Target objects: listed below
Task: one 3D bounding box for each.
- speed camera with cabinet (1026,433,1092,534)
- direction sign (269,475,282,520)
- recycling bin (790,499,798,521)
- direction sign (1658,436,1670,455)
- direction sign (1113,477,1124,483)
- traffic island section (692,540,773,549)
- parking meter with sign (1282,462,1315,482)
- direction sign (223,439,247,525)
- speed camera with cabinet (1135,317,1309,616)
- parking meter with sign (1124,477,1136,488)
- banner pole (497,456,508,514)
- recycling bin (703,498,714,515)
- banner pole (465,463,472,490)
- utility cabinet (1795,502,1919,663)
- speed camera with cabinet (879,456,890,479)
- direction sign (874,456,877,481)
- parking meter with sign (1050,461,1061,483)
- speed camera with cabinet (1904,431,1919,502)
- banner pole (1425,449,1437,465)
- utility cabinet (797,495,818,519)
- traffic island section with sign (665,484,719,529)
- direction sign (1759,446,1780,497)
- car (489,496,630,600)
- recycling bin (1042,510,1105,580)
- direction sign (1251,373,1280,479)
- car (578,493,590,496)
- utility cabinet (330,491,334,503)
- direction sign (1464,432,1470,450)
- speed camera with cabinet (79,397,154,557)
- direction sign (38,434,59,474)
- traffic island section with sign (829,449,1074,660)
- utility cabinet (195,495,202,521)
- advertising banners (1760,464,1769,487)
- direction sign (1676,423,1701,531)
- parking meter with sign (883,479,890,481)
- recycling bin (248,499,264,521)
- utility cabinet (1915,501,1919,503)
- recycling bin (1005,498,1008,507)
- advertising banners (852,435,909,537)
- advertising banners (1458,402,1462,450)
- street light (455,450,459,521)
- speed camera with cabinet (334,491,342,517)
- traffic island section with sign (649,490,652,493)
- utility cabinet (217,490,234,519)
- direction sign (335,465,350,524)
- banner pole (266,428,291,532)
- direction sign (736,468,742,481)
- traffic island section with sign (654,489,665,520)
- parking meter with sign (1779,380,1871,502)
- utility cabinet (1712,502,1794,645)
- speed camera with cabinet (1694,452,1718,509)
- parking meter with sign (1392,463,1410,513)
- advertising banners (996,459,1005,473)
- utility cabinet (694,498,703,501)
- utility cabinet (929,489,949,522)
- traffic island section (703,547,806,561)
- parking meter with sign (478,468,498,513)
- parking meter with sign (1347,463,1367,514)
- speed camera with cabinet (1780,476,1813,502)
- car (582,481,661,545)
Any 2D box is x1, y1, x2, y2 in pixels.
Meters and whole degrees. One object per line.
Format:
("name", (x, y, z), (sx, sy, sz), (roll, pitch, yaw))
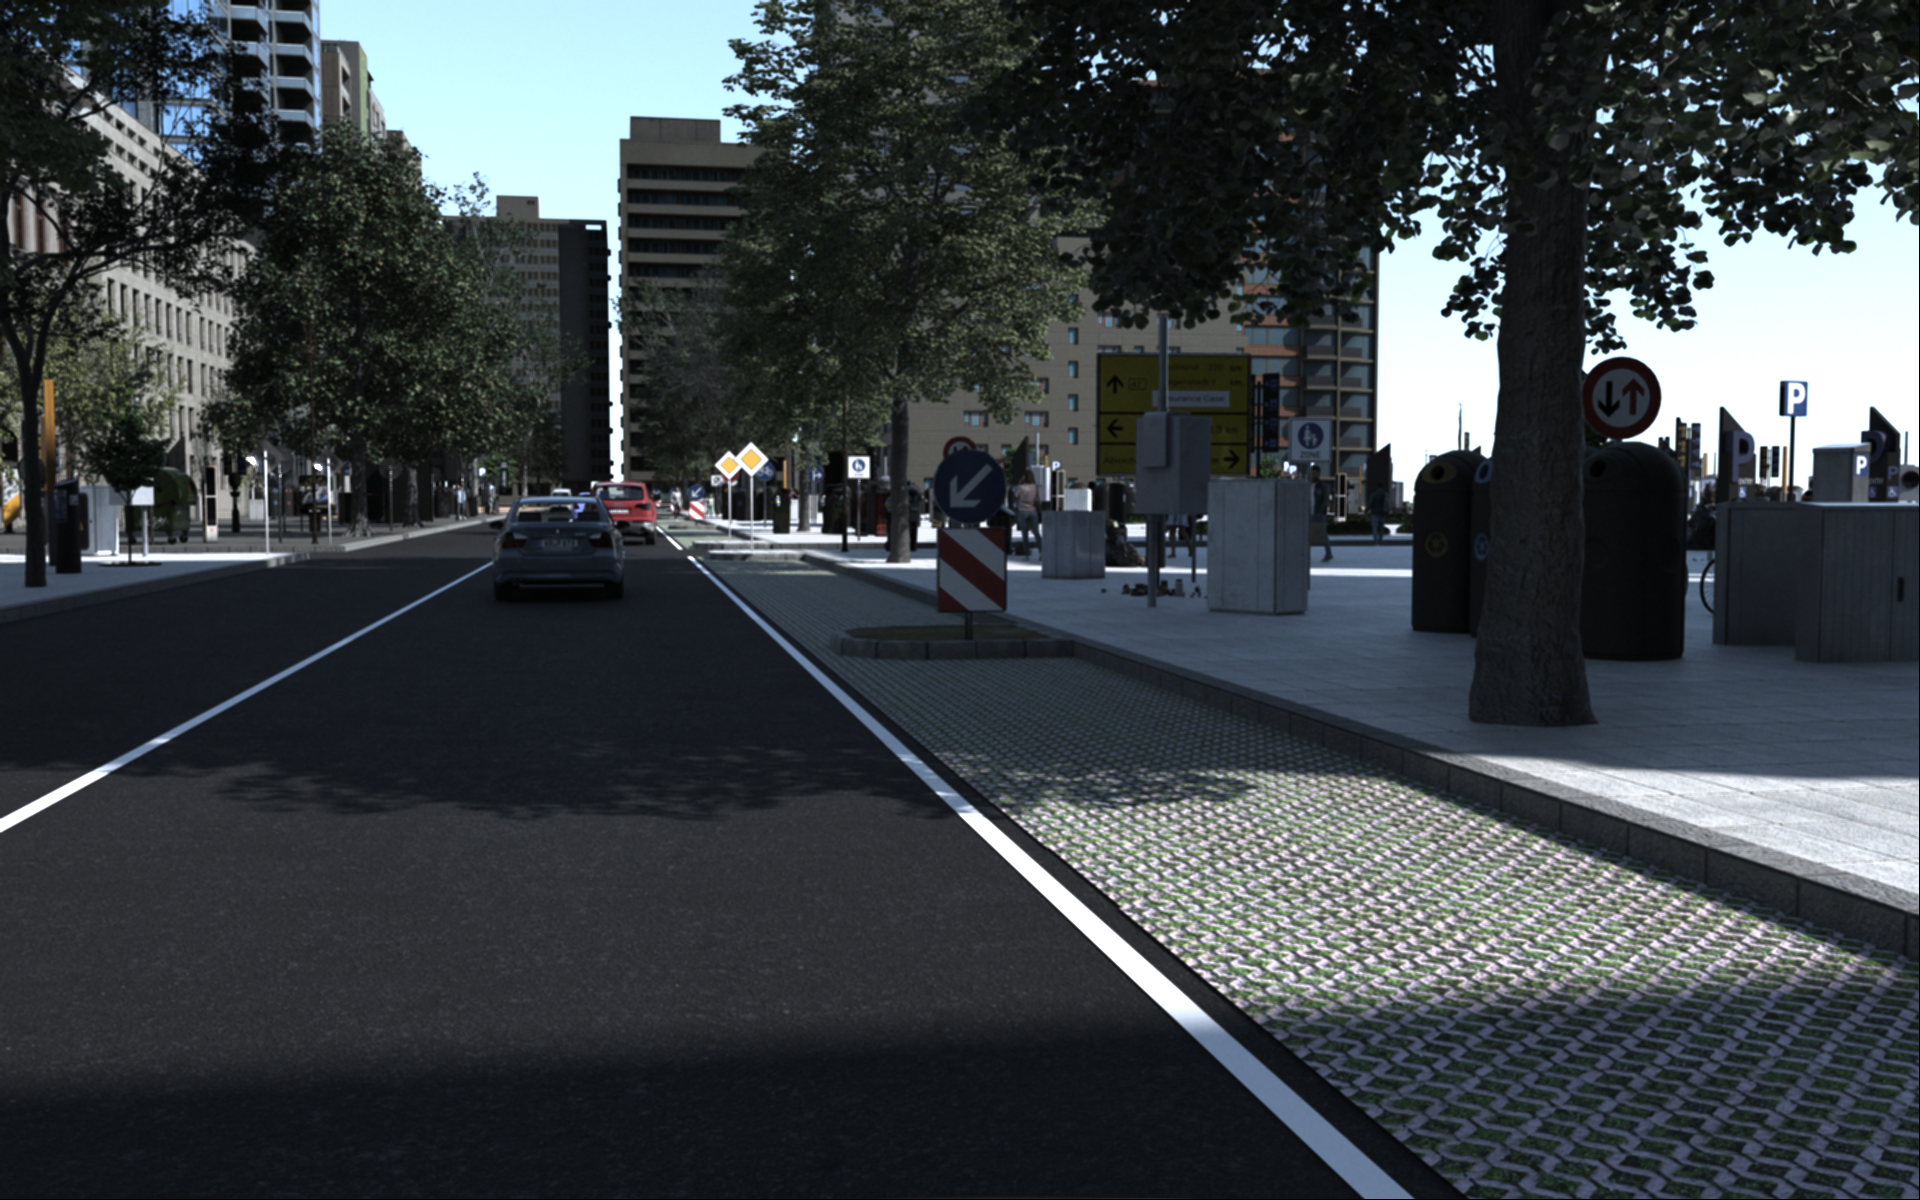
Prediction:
("speed camera with cabinet", (3.194, -3.761, 55.836), (2.038, 3.252, 0.660), (1, 4, 16))
("direction sign", (-34.379, -5.788, 86.631), (0.876, 3.537, 0.379), (-3, 4, -38))
("recycling bin", (-8.236, -4.341, 83.530), (0.722, 1.027, 0.722), (-1, 4, -18))
("direction sign", (27.762, -4.672, 68.389), (0.379, 3.537, 0.876), (0, 4, -5))
("direction sign", (9.062, -6.545, 99.013), (0.876, 3.537, 0.379), (-3, 5, -40))
("traffic island section", (-6.109, -1.468, 46.284), (2.009, 0.180, 2.903), (-1, 4, -11))
("parking meter with sign", (18.145, -5.898, 92.693), (1.738, 3.016, 0.543), (3, 5, 40))
("direction sign", (-29.890, -4.858, 71.422), (0.876, 3.537, 0.379), (-1, 4, -18))
("speed camera with cabinet", (2.870, -1.512, 19.065), (0.660, 3.252, 2.038), (-3, 5, -42))
("parking meter with sign", (10.742, -6.935, 109.649), (0.543, 3.016, 1.738), (-1, 4, -20))
("banner pole", (-29.910, -7.526, 113.069), (0.863, 3.779, 0.401), (-1, 4, -11))
("recycling bin", (-15.885, -5.901, 109.033), (0.722, 1.027, 0.722), (-1, 4, -12))
("banner pole", (-33.253, -7.789, 117.370), (0.863, 3.779, 0.401), (0, 4, 8))
("utility cabinet", (6.973, -0.132, 13.323), (1.020, 1.237, 0.306), (-1, 4, -13))
("speed camera with cabinet", (-3.211, -5.922, 91.155), (2.038, 3.252, 0.660), (1, 4, 13))
("direction sign", (-5.194, -6.834, 103.736), (0.379, 3.537, 0.876), (-2, 4, -31))
("parking meter with sign", (5.040, -5.865, 92.150), (0.543, 3.016, 1.738), (0, 4, -1))
("speed camera with cabinet", (28.963, -3.666, 54.274), (2.038, 3.252, 0.660), (0, 4, 8))
("banner pole", (26.377, -6.559, 97.255), (0.863, 3.779, 0.401), (-1, 4, -9))
("utility cabinet", (-7.930, -4.831, 90.145), (1.020, 1.237, 0.306), (-2, 4, -29))
("traffic island section with sign", (-10.890, -3.795, 70.680), (1.989, 1.847, 2.006), (-1, 4, -11))
("direction sign", (38.062, -5.474, 81.503), (0.876, 3.537, 0.379), (3, 5, 42))
("car", (-5.745, -0.788, 24.884), (2.014, 1.417, 4.499), (-1, 4, -12))
("recycling bin", (1.733, -0.850, 26.445), (0.722, 1.027, 0.722), (-3, 5, -41))
("direction sign", (5.637, -2.492, 32.735), (0.876, 3.537, 0.379), (3, 5, 43))
("car", (-16.955, -4.277, 79.517), (1.945, 1.707, 3.694), (-1, 4, -13))
("utility cabinet", (-41.545, -6.550, 115.775), (1.173, 1.500, 0.318), (-2, 4, -28))
("direction sign", (18.447, -4.350, 63.112), (0.379, 3.537, 0.876), (2, 4, 27))
("speed camera with cabinet", (-17.543, -2.525, 35.620), (2.038, 3.252, 0.660), (2, 4, 25))
("direction sign", (-34.594, -4.503, 65.627), (0.379, 3.537, 0.876), (3, 5, 44))
("traffic island section with sign", (-0.159, -0.443, 15.867), (1.989, 1.847, 2.006), (-1, 4, -11))
("utility cabinet", (-36.310, -4.404, 83.174), (0.306, 1.237, 1.020), (1, 4, 11))
("advertising banners", (46.017, -6.395, 100.745), (2.074, 3.025, 0.090), (0, 4, -2))
("direction sign", (23.101, -3.852, 54.972), (0.876, 3.537, 0.379), (-1, 4, -17))
("parking meter with sign", (-3.827, -5.644, 88.544), (1.738, 3.016, 0.543), (0, 4, -6))
("recycling bin", (-33.551, -4.295, 82.778), (0.722, 1.027, 0.722), (-1, 4, -9))
("utility cabinet", (43.871, -4.260, 78.325), (1.173, 1.500, 0.318), (0, 4, -2))
("recycling bin", (2.771, -5.671, 105.277), (0.722, 1.027, 0.722), (1, 4, 8))
("advertising banners", (-2.398, -3.432, 52.299), (2.074, 3.025, 0.090), (2, 4, 33))
("advertising banners", (9.869, -2.312, 33.993), (0.090, 3.025, 2.074), (1, 4, 22))
("street light", (-24.250, -6.762, 83.354), (0.468, 5.910, 1.993), (-1, 4, -11))
("speed camera with cabinet", (-33.976, -6.086, 93.843), (2.038, 3.252, 0.660), (-1, 4, -22))
("traffic island section with sign", (-25.662, -8.411, 146.150), (1.989, 1.847, 2.006), (-1, 4, -11))
("utility cabinet", (-37.064, -4.801, 87.173), (1.173, 1.500, 0.318), (-1, 4, -16))
("direction sign", (-26.091, -4.965, 73.176), (0.379, 3.537, 0.876), (1, 4, 20))
("banner pole", (-22.901, -4.164, 58.099), (0.401, 3.779, 0.863), (2, 4, 33))
("direction sign", (-12.755, -6.676, 101.154), (0.876, 3.537, 0.379), (3, 5, 41))
("traffic island section with sign", (-16.076, -5.415, 97.170), (1.989, 1.847, 2.006), (-1, 4, -11))
("parking meter with sign", (13.210, -1.819, 25.994), (0.543, 3.016, 1.738), (-2, 4, -28))
("utility cabinet", (7.000, -0.221, 14.781), (1.020, 1.237, 0.306), (0, 4, 2))
("speed camera with cabinet", (34.708, -5.327, 81.435), (0.660, 3.252, 2.038), (-3, 5, -40))
("parking meter with sign", (24.772, -6.223, 98.013), (1.738, 3.016, 0.543), (-3, 4, -37))
("advertising banners", (2.773, -5.522, 86.464), (2.074, 3.025, 0.090), (0, 4, 1))
("utility cabinet", (-16.121, -5.855, 106.887), (0.306, 1.237, 1.020), (1, 4, 11))
("utility cabinet", (-0.863, -4.202, 77.379), (1.173, 1.500, 0.318), (3, 5, 44))
("traffic island section", (-4.575, -0.989, 38.447), (2.009, 0.180, 2.903), (-1, 4, -11))
("parking meter with sign", (-31.344, -7.276, 115.216), (1.738, 3.016, 0.543), (3, 5, 44))
("parking meter with sign", (22.030, -6.192, 97.501), (1.738, 3.016, 0.543), (0, 4, -8))
("speed camera with cabinet", (40.315, -5.407, 82.740), (0.660, 3.252, 2.038), (-2, 4, -34))
("car", (-9.835, -2.542, 50.239), (2.281, 1.827, 5.304), (-1, 4, -9))
